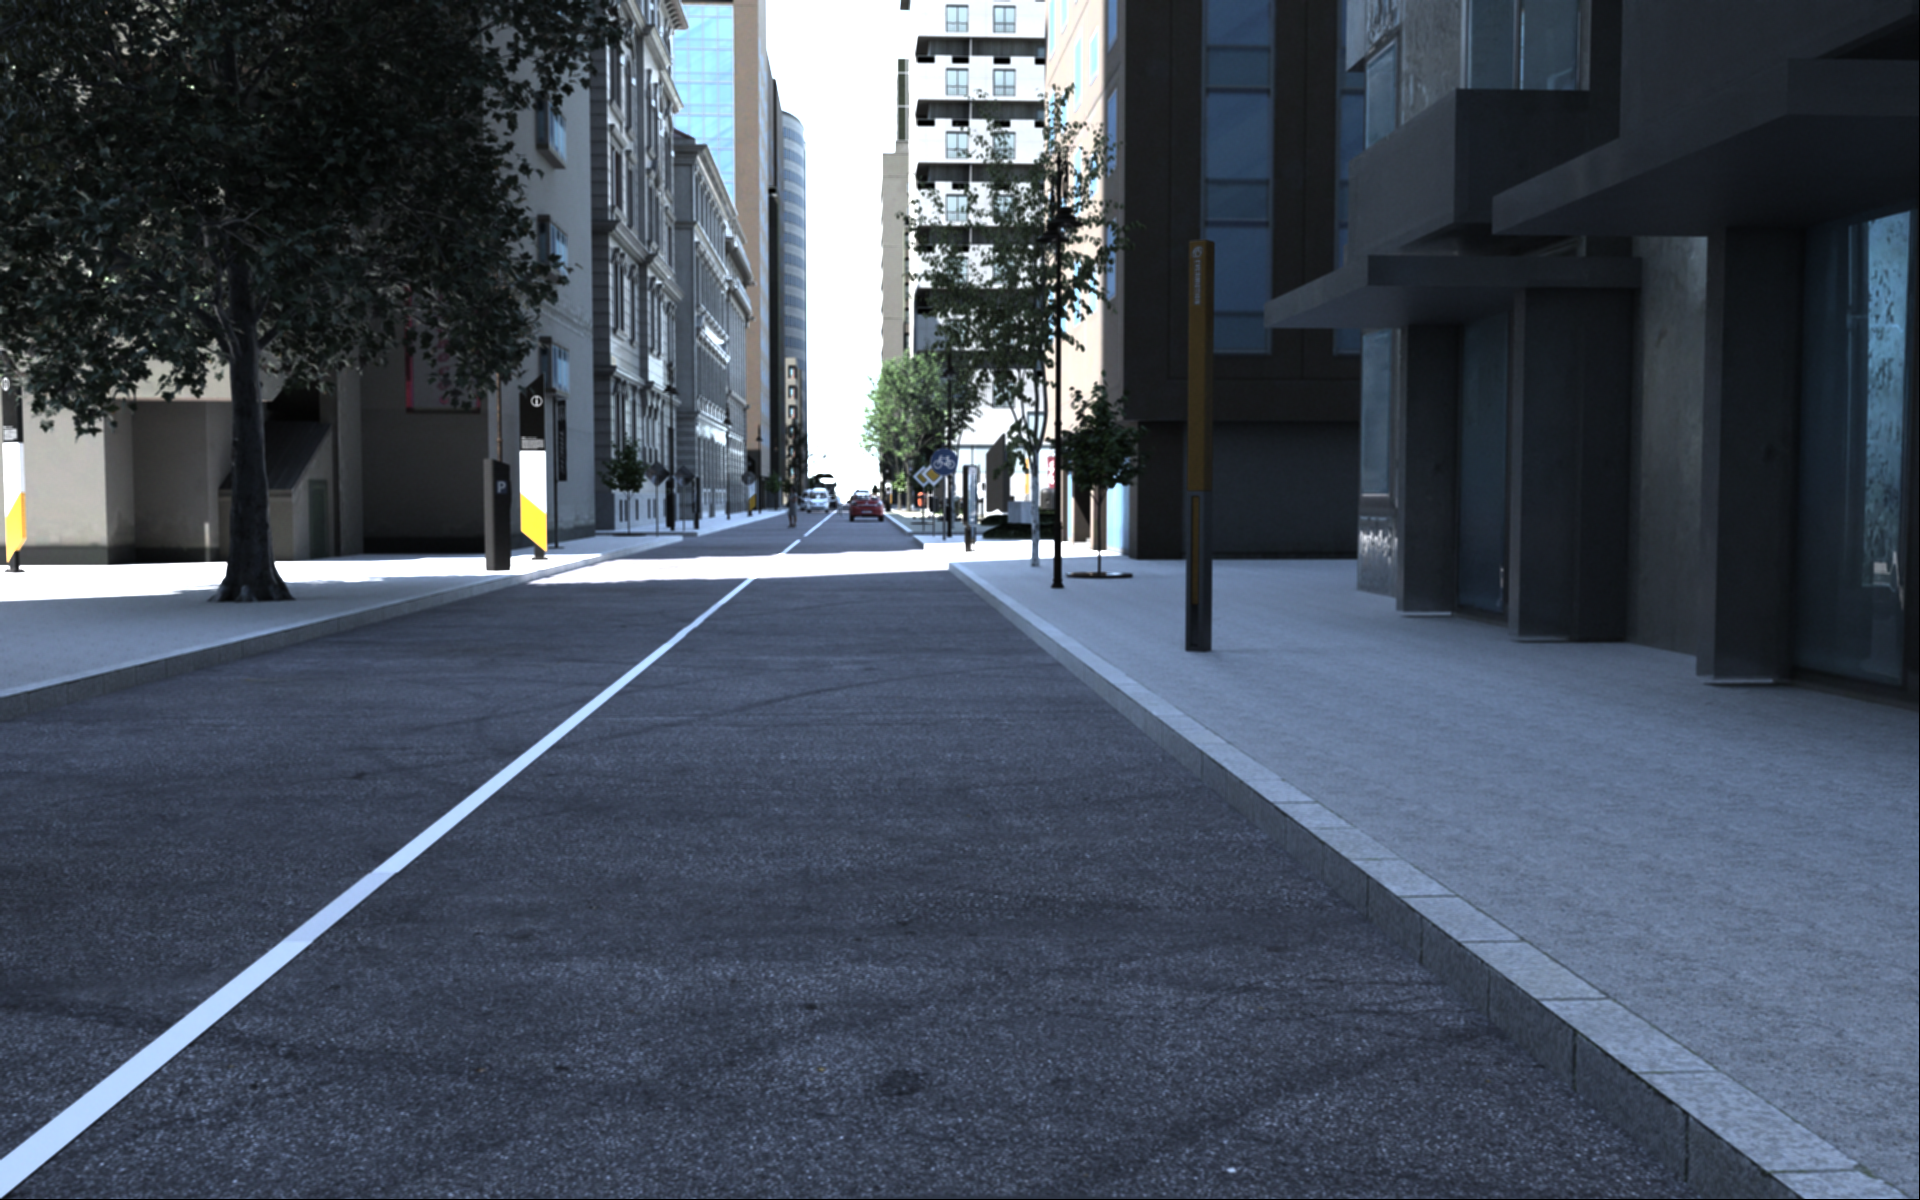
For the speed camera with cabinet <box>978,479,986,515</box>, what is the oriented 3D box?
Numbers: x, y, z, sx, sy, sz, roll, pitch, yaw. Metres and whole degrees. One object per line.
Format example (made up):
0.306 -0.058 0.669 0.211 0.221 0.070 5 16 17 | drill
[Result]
1.436 -6.683 103.596 0.660 3.252 2.038 -1 4 -19 | speed camera with cabinet

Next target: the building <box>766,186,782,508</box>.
-23.451 -23.469 155.426 14.160 30.474 14.107 0 4 -3 | building

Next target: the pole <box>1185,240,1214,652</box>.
1.950 -1.237 14.063 0.158 3.312 0.155 0 3 0 | pole

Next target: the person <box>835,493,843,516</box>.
-7.790 -6.174 112.038 0.523 1.515 0.503 1 4 22 | person

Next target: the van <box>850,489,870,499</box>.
-8.463 -8.707 149.377 2.013 2.044 4.112 0 4 -5 | van

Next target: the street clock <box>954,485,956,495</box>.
-0.469 -7.816 132.364 0.358 2.002 0.471 0 4 -6 | street clock

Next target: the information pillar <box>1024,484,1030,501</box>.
4.860 -7.409 125.631 0.304 2.012 0.304 1 4 18 | information pillar

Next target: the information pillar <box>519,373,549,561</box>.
-8.213 -2.570 33.382 0.504 3.616 0.183 -1 4 -10 | information pillar

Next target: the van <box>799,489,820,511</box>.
-12.919 -8.732 149.773 2.013 2.044 4.112 0 4 -3 | van

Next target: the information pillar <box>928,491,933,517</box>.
-1.670 -5.688 97.494 0.304 2.012 0.304 0 4 -5 | information pillar

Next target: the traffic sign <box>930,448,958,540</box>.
-0.438 -2.933 48.056 0.768 2.556 0.104 0 3 0 | traffic sign

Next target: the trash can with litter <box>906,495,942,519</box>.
-1.717 -4.792 89.406 2.233 1.210 1.678 -1 4 -9 | trash can with litter

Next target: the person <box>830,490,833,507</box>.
-14.285 -11.281 192.575 0.705 1.869 1.348 0 4 -5 | person

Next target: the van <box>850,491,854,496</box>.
-15.423 -15.419 259.114 2.013 2.044 4.112 0 4 -4 | van

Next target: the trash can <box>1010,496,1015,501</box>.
3.949 -7.576 135.525 0.748 1.137 0.748 0 3 0 | trash can

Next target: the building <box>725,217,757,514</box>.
-21.005 -16.800 116.482 13.314 21.916 24.055 0 4 -3 | building

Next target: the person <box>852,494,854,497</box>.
-12.602 -12.340 210.278 1.348 1.821 0.705 1 4 11 | person

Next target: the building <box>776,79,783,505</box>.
-25.346 -31.737 169.012 14.600 45.320 14.200 0 4 -3 | building

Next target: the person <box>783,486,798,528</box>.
-7.236 -3.972 73.803 0.532 1.782 0.716 -2 4 -33 | person

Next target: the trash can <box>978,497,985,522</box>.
0.805 -4.183 80.045 0.748 1.137 0.748 0 3 0 | trash can

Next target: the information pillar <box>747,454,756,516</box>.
-12.224 -6.729 101.379 0.504 3.616 0.183 -1 4 -9 | information pillar

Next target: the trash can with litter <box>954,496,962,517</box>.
-0.308 -5.329 98.521 0.624 1.170 1.055 1 4 22 | trash can with litter

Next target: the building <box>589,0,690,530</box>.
-19.044 -17.345 70.978 14.401 28.519 23.554 0 4 -3 | building

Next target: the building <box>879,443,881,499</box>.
1.838 -25.433 260.865 27.650 21.520 28.899 0 4 -3 | building

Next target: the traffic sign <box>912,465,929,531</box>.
-1.270 -3.468 60.350 0.795 2.450 0.064 0 4 -3 | traffic sign

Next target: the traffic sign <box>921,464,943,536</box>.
-0.796 -2.981 52.379 0.795 2.450 0.064 0 4 -3 | traffic sign

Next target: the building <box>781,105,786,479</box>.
-25.895 -32.604 183.178 14.600 45.320 14.200 0 4 -3 | building

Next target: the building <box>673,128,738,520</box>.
-18.558 -15.771 94.005 11.583 22.565 21.152 0 4 -3 | building

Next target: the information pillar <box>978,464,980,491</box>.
1.465 -8.726 134.020 0.183 3.616 0.504 0 4 -8 | information pillar

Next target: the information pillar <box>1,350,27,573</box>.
-15.336 -2.245 28.061 0.504 3.616 0.183 2 4 35 | information pillar

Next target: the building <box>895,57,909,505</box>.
-2.384 -51.719 283.851 20.563 71.187 20.611 0 4 -3 | building

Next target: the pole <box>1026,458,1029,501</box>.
3.863 -6.435 99.057 0.158 3.312 0.155 0 3 0 | pole

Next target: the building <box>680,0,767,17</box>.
-22.856 -30.015 140.855 14.600 45.320 14.200 0 4 -3 | building

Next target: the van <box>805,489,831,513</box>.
-10.935 -7.731 133.407 2.013 2.044 4.112 0 4 -3 | van

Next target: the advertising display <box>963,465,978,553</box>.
0.227 -2.023 38.296 0.123 1.923 0.974 1 4 13 | advertising display

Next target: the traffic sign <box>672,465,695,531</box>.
-9.551 -3.440 59.880 0.795 2.450 0.064 0 4 -3 | traffic sign

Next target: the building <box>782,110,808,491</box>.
-33.852 -43.944 260.476 21.231 58.520 28.212 0 4 -3 | building

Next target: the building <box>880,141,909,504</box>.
-0.009 -37.337 234.163 21.300 48.544 21.600 0 4 -3 | building

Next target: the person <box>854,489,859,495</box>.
-7.728 -7.435 129.917 0.638 1.841 0.748 -2 4 -24 | person

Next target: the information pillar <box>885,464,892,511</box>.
-5.577 -8.761 134.593 0.504 3.616 0.183 -1 4 -10 | information pillar

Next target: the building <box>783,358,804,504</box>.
-35.411 -23.726 232.961 27.650 21.520 28.899 0 4 -3 | building

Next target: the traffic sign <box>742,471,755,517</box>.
-11.869 -5.938 97.190 0.768 2.556 0.104 0 4 0 | traffic sign

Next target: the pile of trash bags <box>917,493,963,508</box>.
-1.119 -6.304 112.820 3.447 1.369 1.912 1 4 11 | pile of trash bags

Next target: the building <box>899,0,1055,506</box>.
9.032 -35.047 162.250 28.713 52.752 27.495 0 4 -3 | building

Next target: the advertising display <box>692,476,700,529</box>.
-9.695 -3.571 63.595 0.123 1.923 0.974 -1 4 -17 | advertising display

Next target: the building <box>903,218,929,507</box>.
1.006 -25.171 183.253 14.160 30.474 14.107 0 4 -3 | building

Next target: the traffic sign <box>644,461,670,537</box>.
-9.077 -2.952 51.909 0.795 2.450 0.064 0 4 -3 | traffic sign
